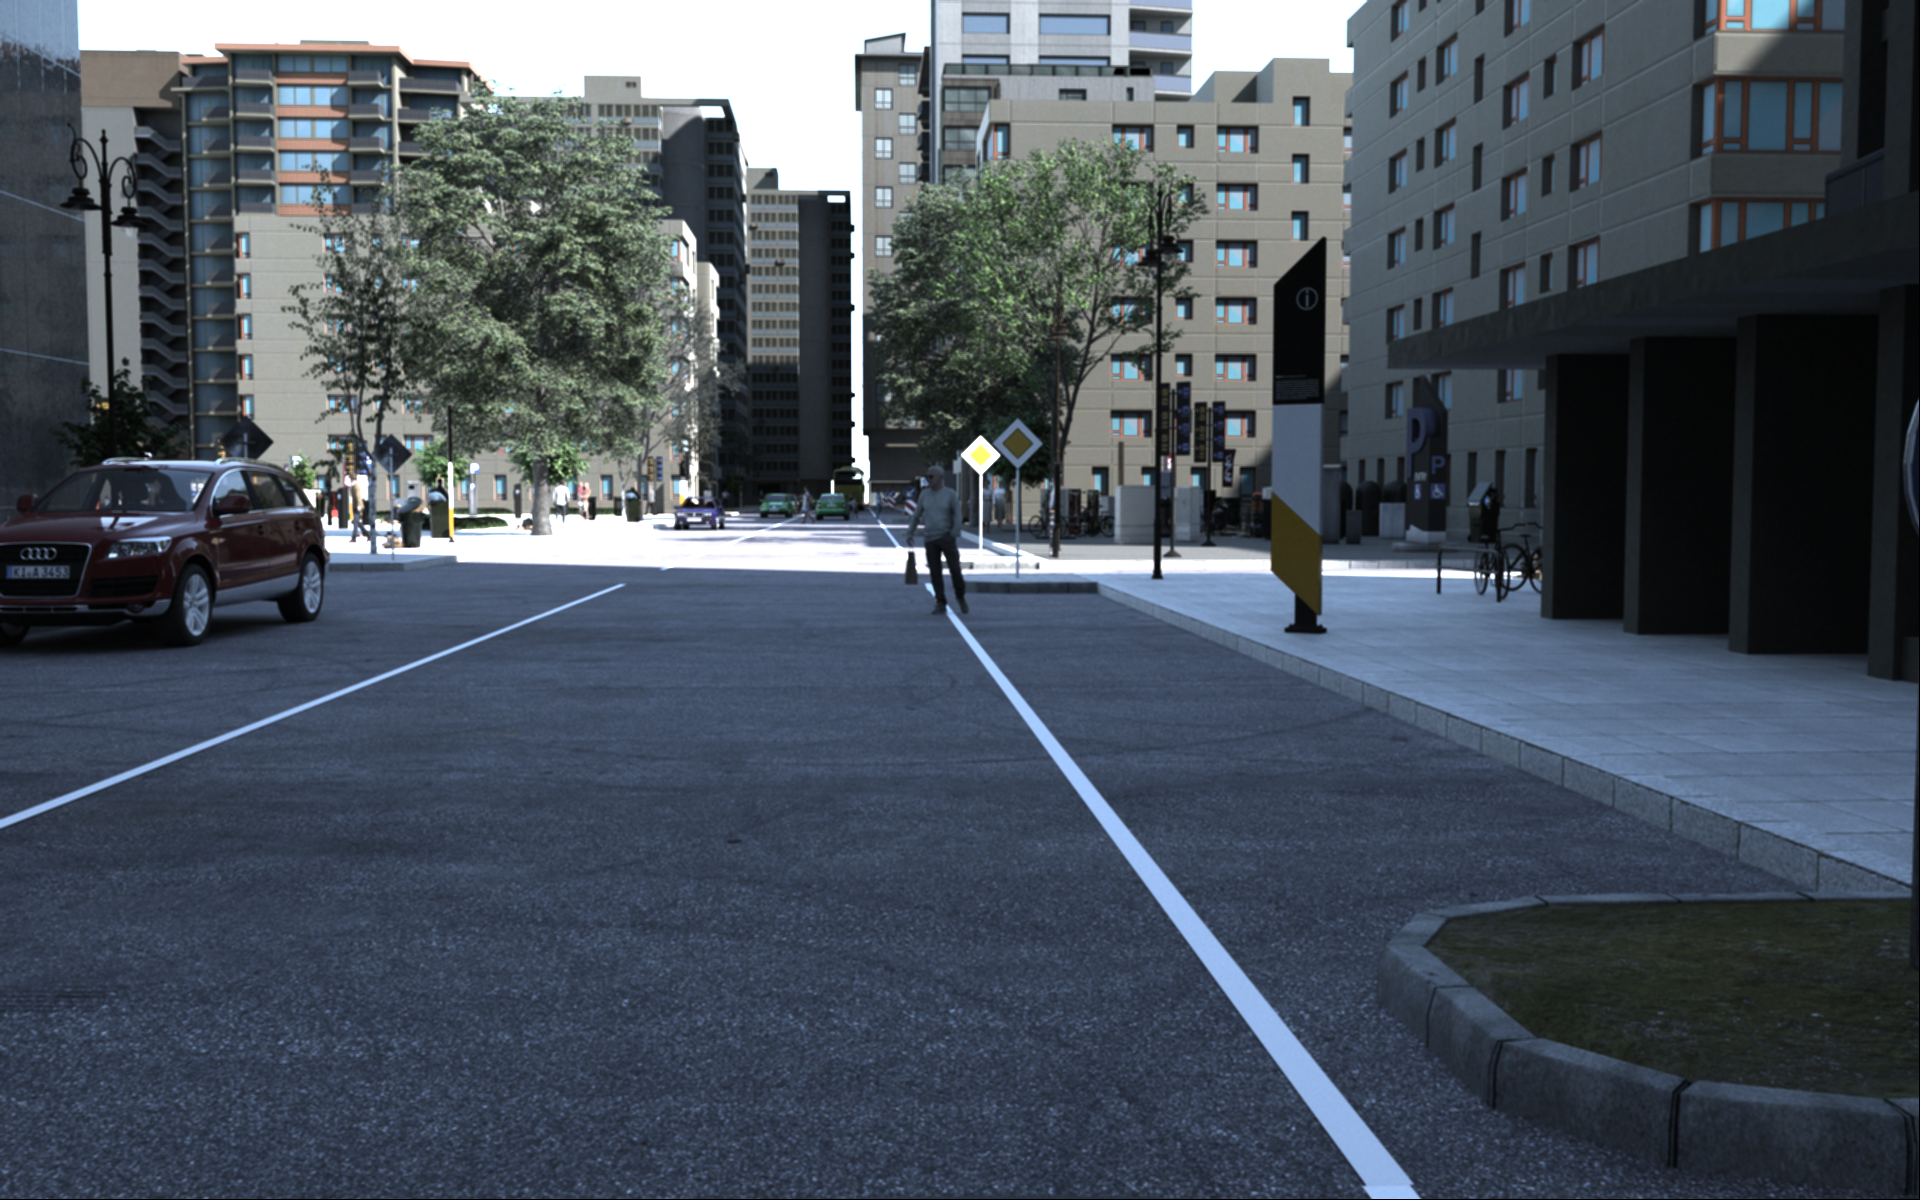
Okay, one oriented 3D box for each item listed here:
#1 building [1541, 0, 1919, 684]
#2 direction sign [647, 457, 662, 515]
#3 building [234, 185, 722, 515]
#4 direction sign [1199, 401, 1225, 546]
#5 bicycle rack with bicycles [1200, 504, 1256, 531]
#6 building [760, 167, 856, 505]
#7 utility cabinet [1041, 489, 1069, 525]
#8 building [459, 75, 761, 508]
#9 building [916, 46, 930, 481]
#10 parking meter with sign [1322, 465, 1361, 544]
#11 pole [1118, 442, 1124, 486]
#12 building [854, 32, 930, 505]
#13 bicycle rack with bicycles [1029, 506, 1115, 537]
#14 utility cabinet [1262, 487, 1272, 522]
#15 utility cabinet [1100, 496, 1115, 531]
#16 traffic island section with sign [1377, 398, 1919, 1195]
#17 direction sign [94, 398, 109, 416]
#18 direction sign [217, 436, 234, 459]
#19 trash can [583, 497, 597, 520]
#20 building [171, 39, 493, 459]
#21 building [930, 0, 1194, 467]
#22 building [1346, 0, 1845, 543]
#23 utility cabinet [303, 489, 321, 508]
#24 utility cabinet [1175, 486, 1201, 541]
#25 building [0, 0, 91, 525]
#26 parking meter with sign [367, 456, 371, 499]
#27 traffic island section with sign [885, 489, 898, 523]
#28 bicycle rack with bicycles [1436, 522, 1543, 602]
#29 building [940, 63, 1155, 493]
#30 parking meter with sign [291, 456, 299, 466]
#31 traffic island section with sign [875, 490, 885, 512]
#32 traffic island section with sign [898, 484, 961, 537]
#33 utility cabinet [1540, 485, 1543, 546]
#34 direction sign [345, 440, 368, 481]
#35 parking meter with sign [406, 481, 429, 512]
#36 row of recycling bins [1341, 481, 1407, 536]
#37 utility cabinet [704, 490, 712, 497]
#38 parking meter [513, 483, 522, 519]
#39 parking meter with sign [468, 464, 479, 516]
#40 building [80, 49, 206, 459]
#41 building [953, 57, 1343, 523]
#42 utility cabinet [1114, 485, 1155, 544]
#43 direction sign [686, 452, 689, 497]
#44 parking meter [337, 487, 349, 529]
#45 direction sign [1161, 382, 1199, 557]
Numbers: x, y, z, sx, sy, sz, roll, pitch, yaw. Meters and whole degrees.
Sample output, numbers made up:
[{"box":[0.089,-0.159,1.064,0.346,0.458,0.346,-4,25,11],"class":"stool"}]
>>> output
[{"box":[16.385,-21.413,4.732,22.147,44.769,28.867,0,4,-3],"class":"building"},{"box":[-18.480,-6.910,104.973,0.876,3.537,0.379,0,4,-6],"class":"direction sign"},{"box":[-32.046,-16.999,122.972,27.650,21.520,28.899,0,4,-3],"class":"building"},{"box":[6.127,-3.094,42.586,0.876,3.537,0.379,3,5,42],"class":"direction sign"},{"box":[9.250,-2.912,60.987,2.852,0.926,2.925,1,4,17],"class":"bicycle rack with bicycles"},{"box":[-24.596,-31.596,208.475,23.993,40.220,32.217,0,4,-3],"class":"building"},{"box":[3.876,-3.805,70.894,1.173,1.500,0.318,2,4,32],"class":"utility cabinet"},{"box":[-32.544,-29.039,166.664,23.993,40.220,32.217,0,4,-3],"class":"building"},{"box":[7.004,-31.502,169.687,22.147,44.769,28.867,0,4,-3],"class":"building"},{"box":[9.486,-2.965,44.743,1.738,3.016,0.543,1,4,19],"class":"parking meter with sign"},{"box":[6.277,-4.508,67.544,0.158,3.312,0.155,0,3,0],"class":"pole"},{"box":[1.225,-37.816,207.522,27.495,52.752,28.713,0,4,-3],"class":"building"},{"box":[3.859,-2.397,52.565,2.852,0.926,2.925,-3,4,-37],"class":"bicycle rack with bicycles"},{"box":[9.934,-2.777,54.087,0.318,1.500,1.173,-2,4,-32],"class":"utility cabinet"},{"box":[5.140,-2.991,60.061,0.306,1.237,1.020,-1,4,-12],"class":"utility cabinet"},{"box":[2.203,0.253,4.500,1.989,1.847,2.006,0,4,-3],"class":"traffic island section with sign"},{"box":[-19.872,-2.986,40.825,0.876,3.537,0.379,-1,4,-15],"class":"direction sign"},{"box":[-28.828,-4.668,68.313,0.379,3.537,0.876,3,5,43],"class":"direction sign"},{"box":[-18.095,-4.461,84.590,0.748,1.137,0.748,0,3,0],"class":"trash can"},{"box":[-59.404,-31.529,170.119,28.867,44.769,22.147,0,4,-3],"class":"building"},{"box":[8.047,-36.623,140.793,21.231,58.520,28.212,0,4,-3],"class":"building"},{"box":[29.296,-12.572,50.598,28.899,21.520,27.650,0,4,-3],"class":"building"},{"box":[-37.696,-5.630,100.733,0.318,1.500,1.173,1,4,22],"class":"utility cabinet"},{"box":[6.131,-2.329,46.758,0.318,1.500,1.173,-1,4,-13],"class":"utility cabinet"},{"box":[-22.287,-12.241,18.171,19.932,24.808,12.078,0,4,-3],"class":"building"},{"box":[-27.089,-5.067,79.104,0.543,3.016,1.738,-2,4,-25],"class":"parking meter with sign"},{"box":[-2.591,-4.749,86.273,1.989,1.847,2.006,0,4,-3],"class":"traffic island section with sign"},{"box":[7.271,-0.510,21.715,2.852,0.926,2.925,0,4,-6],"class":"bicycle rack with bicycles"},{"box":[5.527,-21.324,120.345,14.160,30.474,14.107,0,4,-3],"class":"building"},{"box":[-31.141,-5.176,80.886,0.543,3.016,1.738,-2,4,-35],"class":"parking meter with sign"},{"box":[-5.502,-7.788,135.964,1.989,1.847,2.006,0,4,-3],"class":"traffic island section with sign"},{"box":[-1.016,-3.103,59.364,1.989,1.847,2.006,0,4,-3],"class":"traffic island section with sign"},{"box":[13.522,-1.893,39.630,0.318,1.500,1.173,2,4,28],"class":"utility cabinet"},{"box":[-25.476,-4.964,73.157,0.876,3.537,0.379,-1,4,-15],"class":"direction sign"},{"box":[-31.745,-6.373,100.459,1.738,3.016,0.543,-1,4,-16],"class":"parking meter with sign"},{"box":[12.204,-2.841,53.565,3.534,1.692,1.069,0,4,-4],"class":"row of recycling bins"},{"box":[-15.529,-5.991,106.625,0.318,1.500,1.173,-1,4,-17],"class":"utility cabinet"},{"box":[-23.249,-5.216,91.000,0.399,1.863,0.255,-1,4,-13],"class":"parking meter"},{"box":[-28.259,-6.372,100.448,0.543,3.016,1.738,-2,4,-24],"class":"parking meter with sign"},{"box":[-81.677,-31.952,172.524,14.200,45.320,14.600,0,4,-3],"class":"building"},{"box":[14.234,-15.064,91.334,27.650,21.520,28.899,0,4,-3],"class":"building"},{"box":[4.475,-2.146,43.770,1.173,1.500,0.318,-2,4,-27],"class":"utility cabinet"},{"box":[-14.554,-6.150,92.555,0.379,3.537,0.876,-1,4,-20],"class":"direction sign"},{"box":[-22.708,-3.384,63.734,0.372,1.533,0.369,0,3,0],"class":"parking meter"},{"box":[4.328,-2.644,35.222,0.379,3.537,0.876,-3,5,-44],"class":"direction sign"}]
